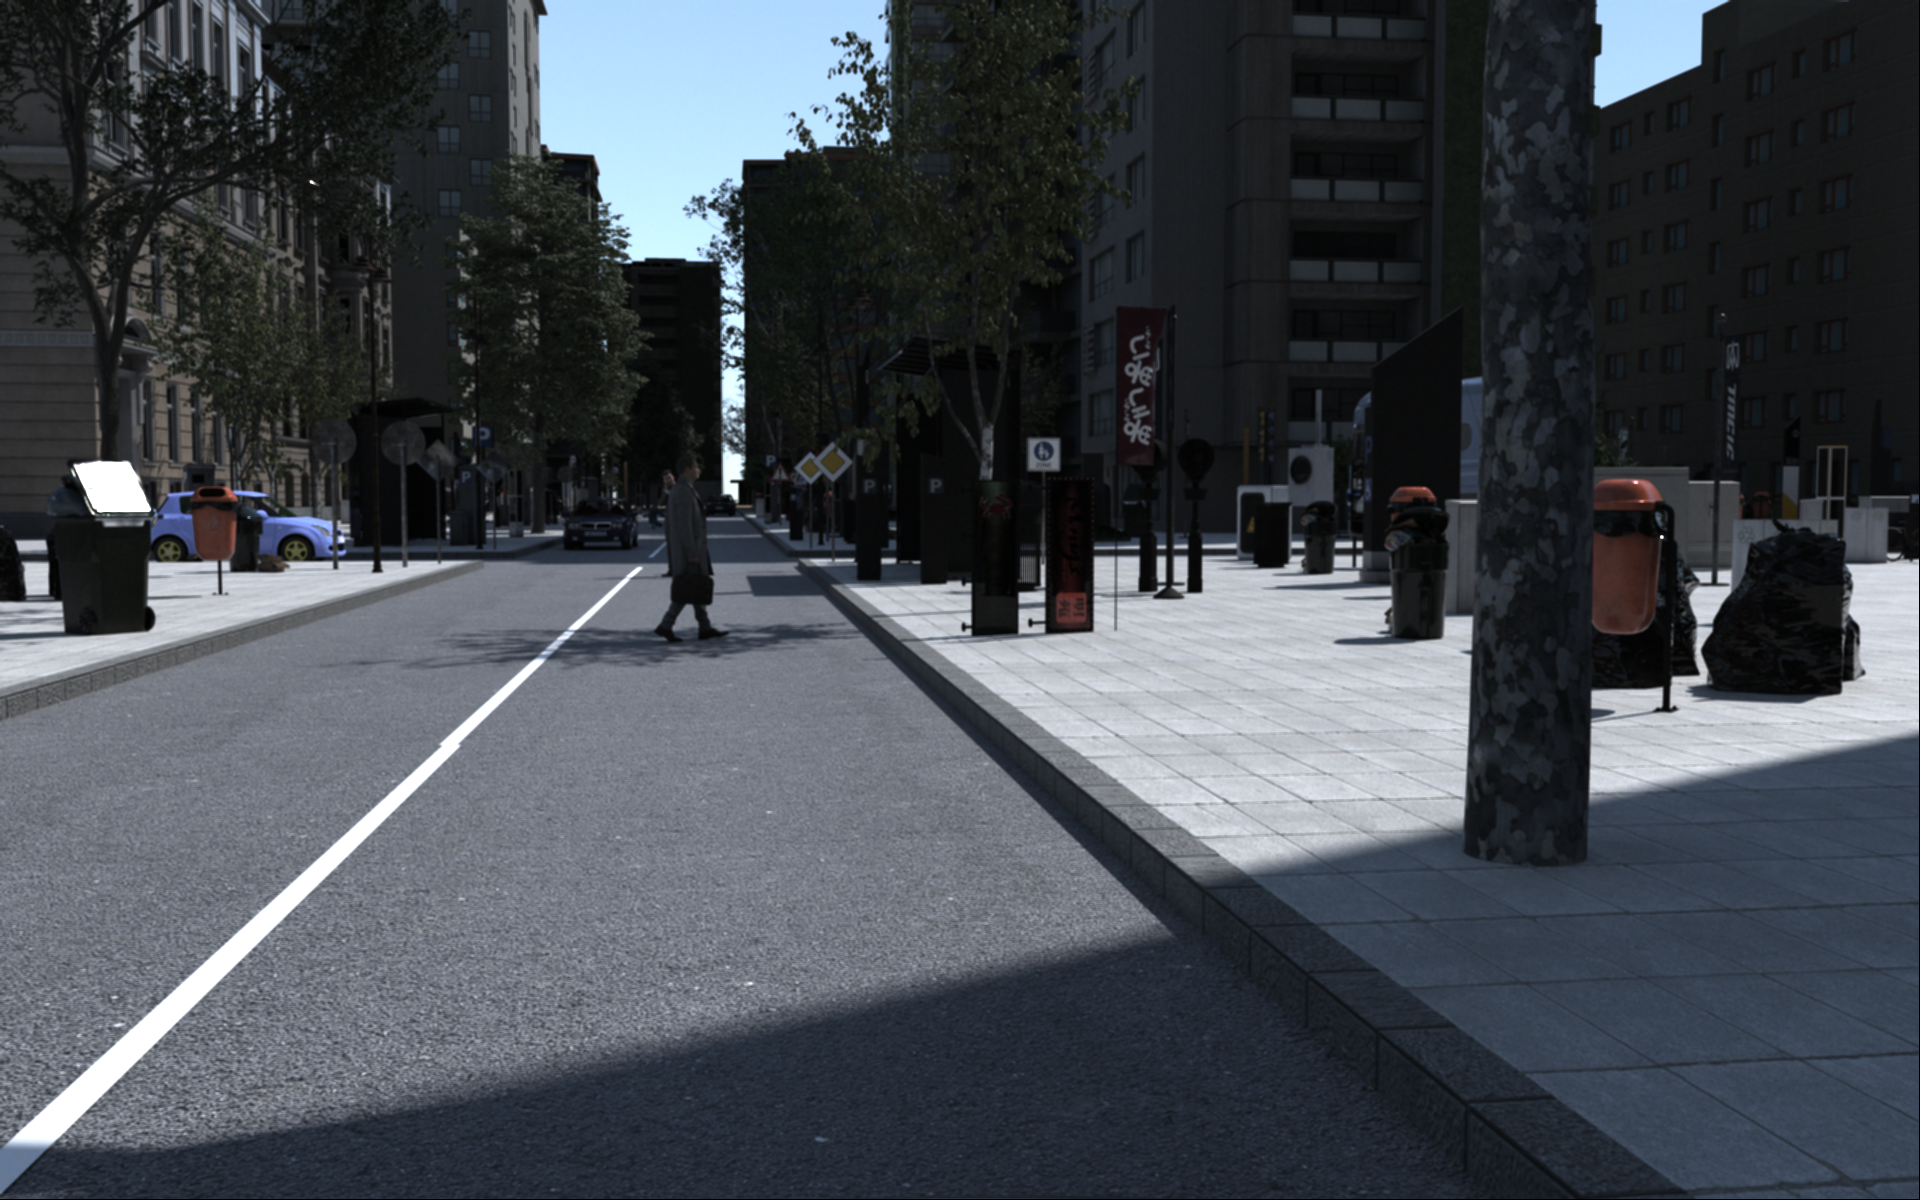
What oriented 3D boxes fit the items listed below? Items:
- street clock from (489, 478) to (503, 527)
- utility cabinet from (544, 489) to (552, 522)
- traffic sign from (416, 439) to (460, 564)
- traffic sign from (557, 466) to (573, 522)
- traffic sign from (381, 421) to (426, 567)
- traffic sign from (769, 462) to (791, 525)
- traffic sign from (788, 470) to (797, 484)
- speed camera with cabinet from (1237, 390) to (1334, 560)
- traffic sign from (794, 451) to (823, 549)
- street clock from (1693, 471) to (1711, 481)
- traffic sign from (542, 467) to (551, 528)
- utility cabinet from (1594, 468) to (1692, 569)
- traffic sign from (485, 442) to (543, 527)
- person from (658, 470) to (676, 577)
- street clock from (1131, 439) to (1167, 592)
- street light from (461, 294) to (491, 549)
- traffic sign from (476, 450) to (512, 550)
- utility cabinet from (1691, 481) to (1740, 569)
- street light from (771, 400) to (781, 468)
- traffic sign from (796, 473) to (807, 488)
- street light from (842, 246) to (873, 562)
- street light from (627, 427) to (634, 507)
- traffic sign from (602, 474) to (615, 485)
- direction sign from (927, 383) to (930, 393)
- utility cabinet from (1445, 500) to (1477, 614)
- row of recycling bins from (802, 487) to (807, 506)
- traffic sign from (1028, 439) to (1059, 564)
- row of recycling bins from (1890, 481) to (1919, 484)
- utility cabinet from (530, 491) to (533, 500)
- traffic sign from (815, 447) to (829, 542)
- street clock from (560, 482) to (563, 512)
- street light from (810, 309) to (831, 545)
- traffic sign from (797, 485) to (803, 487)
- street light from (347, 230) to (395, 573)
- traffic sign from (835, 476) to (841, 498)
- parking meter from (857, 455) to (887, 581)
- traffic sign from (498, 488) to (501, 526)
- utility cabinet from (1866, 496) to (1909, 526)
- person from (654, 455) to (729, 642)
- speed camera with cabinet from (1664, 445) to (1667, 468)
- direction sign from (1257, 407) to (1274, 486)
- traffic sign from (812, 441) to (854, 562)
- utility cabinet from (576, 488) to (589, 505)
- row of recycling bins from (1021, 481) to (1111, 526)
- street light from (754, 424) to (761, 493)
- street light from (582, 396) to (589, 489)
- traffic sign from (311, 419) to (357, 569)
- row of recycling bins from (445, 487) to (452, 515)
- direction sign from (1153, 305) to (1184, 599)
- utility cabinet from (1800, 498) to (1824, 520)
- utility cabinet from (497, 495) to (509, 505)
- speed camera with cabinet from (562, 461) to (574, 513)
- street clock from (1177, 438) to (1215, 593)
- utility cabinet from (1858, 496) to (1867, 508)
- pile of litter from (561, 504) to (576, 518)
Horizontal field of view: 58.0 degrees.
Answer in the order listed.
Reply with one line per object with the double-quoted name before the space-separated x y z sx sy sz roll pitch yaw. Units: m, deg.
"street clock" -17.855 -3.799 66.689 0.358 2.002 0.471 3 5 45
"utility cabinet" -18.650 -4.229 77.820 0.318 1.500 1.173 0 4 5
"traffic sign" -9.587 -1.725 31.847 0.795 2.450 0.064 0 4 -8
"traffic sign" -17.918 -4.808 78.717 0.768 2.556 0.104 0 4 -2
"traffic sign" -9.742 -1.848 30.328 0.768 2.556 0.104 0 4 -5
"traffic sign" -7.338 -4.326 70.738 0.884 2.594 0.081 0 4 -5
"traffic sign" -8.600 -5.528 90.490 0.768 2.556 0.104 0 4 -7
"speed camera with cabinet" 6.235 -2.384 33.313 0.660 3.252 2.038 -2 4 -35
"traffic sign" -3.513 -2.269 40.733 0.795 2.450 0.064 0 4 -8
"street clock" 23.461 -3.073 54.809 0.471 2.002 0.358 0 4 0
"traffic sign" -15.761 -3.878 65.528 0.606 2.300 0.079 0 4 -4
"utility cabinet" 5.511 -0.366 14.667 1.173 1.500 0.318 0 4 -4
"traffic sign" -17.526 -4.542 68.131 2.265 3.308 0.079 0 4 -2
"person" -4.910 -1.324 29.946 0.655 1.846 0.447 1 4 11
"street clock" 2.474 -1.110 22.719 0.471 2.002 0.358 2 4 33
"street light" -11.176 -4.119 40.131 0.468 5.910 1.993 0 4 -8
"traffic sign" -10.690 -2.209 39.756 0.795 2.450 0.064 0 4 -8
"utility cabinet" 12.561 -1.264 29.345 1.173 1.500 0.318 0 4 -3
"street light" -8.391 -6.508 79.199 0.468 5.910 1.993 0 4 -8
"traffic sign" -7.482 -4.862 81.616 0.606 2.300 0.079 0 4 0
"street light" -1.915 -3.651 32.489 0.468 5.910 1.993 0 4 -8
"street light" -20.957 -8.392 109.989 0.468 5.910 1.993 0 4 -8
"traffic sign" -21.003 -6.326 103.542 0.768 2.556 0.104 0 4 0
"direction sign" -0.462 -2.535 33.438 0.379 3.537 0.876 -2 4 -23
"utility cabinet" 5.773 -0.464 18.749 1.020 1.237 0.306 -1 4 -16
"row of recycling bins" -9.519 -5.919 103.887 1.069 1.692 3.534 0 4 6
"traffic sign" 1.514 -1.795 31.482 0.606 2.300 0.079 0 4 -8
"row of recycling bins" 29.125 -2.769 52.389 1.069 1.692 3.534 0 4 -1
"utility cabinet" -27.912 -6.314 111.907 1.173 1.500 0.318 -1 4 -19
"traffic sign" -3.571 -2.849 46.683 0.768 2.556 0.104 0 4 -2
"street clock" -24.198 -6.170 105.455 0.358 2.002 0.471 -1 4 -12
"street light" -3.502 -4.322 43.457 0.468 5.910 1.993 0 4 -8
"traffic sign" -10.208 -6.749 110.455 0.768 2.556 0.104 0 4 0
"street light" -9.541 -3.388 28.186 0.468 5.910 1.993 0 4 -8
"traffic sign" -5.705 -5.059 82.824 0.768 2.556 0.104 0 4 -5
"parking meter" -1.332 -1.226 25.762 0.399 1.863 0.255 0 4 -3
"traffic sign" -18.275 -4.194 68.684 0.768 2.556 0.104 0 4 -3
"utility cabinet" 23.777 -2.021 44.199 1.020 1.237 0.306 1 4 11
"person" -2.623 -0.509 16.923 0.767 1.812 0.694 -1 4 -16
"speed camera with cabinet" 28.209 -4.676 70.784 0.660 3.252 2.038 -1 4 -12
"direction sign" 8.023 -3.272 45.487 0.379 3.537 0.876 3 4 37
"traffic sign" -2.409 -1.785 32.824 0.795 2.450 0.064 0 4 -8
"utility cabinet" -14.768 -3.614 67.761 0.318 1.500 1.173 -1 4 -22
"row of recycling bins" 3.340 -2.975 55.752 3.534 1.692 1.069 -2 4 -35
"street light" -13.315 -8.644 114.123 0.468 5.910 1.993 0 4 -8
"street light" -16.196 -6.254 75.042 0.468 5.910 1.993 0 4 -8
"traffic sign" -10.689 -1.802 29.576 0.768 2.556 0.104 0 4 -2
"row of recycling bins" -31.342 -6.040 105.863 1.069 1.692 3.534 -1 4 -12
"direction sign" 2.571 -1.788 21.232 0.379 3.537 0.876 0 4 3
"utility cabinet" 12.317 -0.853 25.105 0.306 1.237 1.020 2 4 25
"utility cabinet" -24.970 -5.116 94.812 1.020 1.237 0.306 1 4 13
"speed camera with cabinet" -23.350 -6.652 103.091 0.660 3.252 2.038 -1 4 -10
"street clock" 3.067 -1.101 22.564 0.471 2.002 0.358 0 4 5
"utility cabinet" 24.675 -2.180 46.804 0.306 1.237 1.020 0 3 0
"pile of litter" -20.610 -4.803 92.498 1.176 0.858 1.719 -3 4 -36
